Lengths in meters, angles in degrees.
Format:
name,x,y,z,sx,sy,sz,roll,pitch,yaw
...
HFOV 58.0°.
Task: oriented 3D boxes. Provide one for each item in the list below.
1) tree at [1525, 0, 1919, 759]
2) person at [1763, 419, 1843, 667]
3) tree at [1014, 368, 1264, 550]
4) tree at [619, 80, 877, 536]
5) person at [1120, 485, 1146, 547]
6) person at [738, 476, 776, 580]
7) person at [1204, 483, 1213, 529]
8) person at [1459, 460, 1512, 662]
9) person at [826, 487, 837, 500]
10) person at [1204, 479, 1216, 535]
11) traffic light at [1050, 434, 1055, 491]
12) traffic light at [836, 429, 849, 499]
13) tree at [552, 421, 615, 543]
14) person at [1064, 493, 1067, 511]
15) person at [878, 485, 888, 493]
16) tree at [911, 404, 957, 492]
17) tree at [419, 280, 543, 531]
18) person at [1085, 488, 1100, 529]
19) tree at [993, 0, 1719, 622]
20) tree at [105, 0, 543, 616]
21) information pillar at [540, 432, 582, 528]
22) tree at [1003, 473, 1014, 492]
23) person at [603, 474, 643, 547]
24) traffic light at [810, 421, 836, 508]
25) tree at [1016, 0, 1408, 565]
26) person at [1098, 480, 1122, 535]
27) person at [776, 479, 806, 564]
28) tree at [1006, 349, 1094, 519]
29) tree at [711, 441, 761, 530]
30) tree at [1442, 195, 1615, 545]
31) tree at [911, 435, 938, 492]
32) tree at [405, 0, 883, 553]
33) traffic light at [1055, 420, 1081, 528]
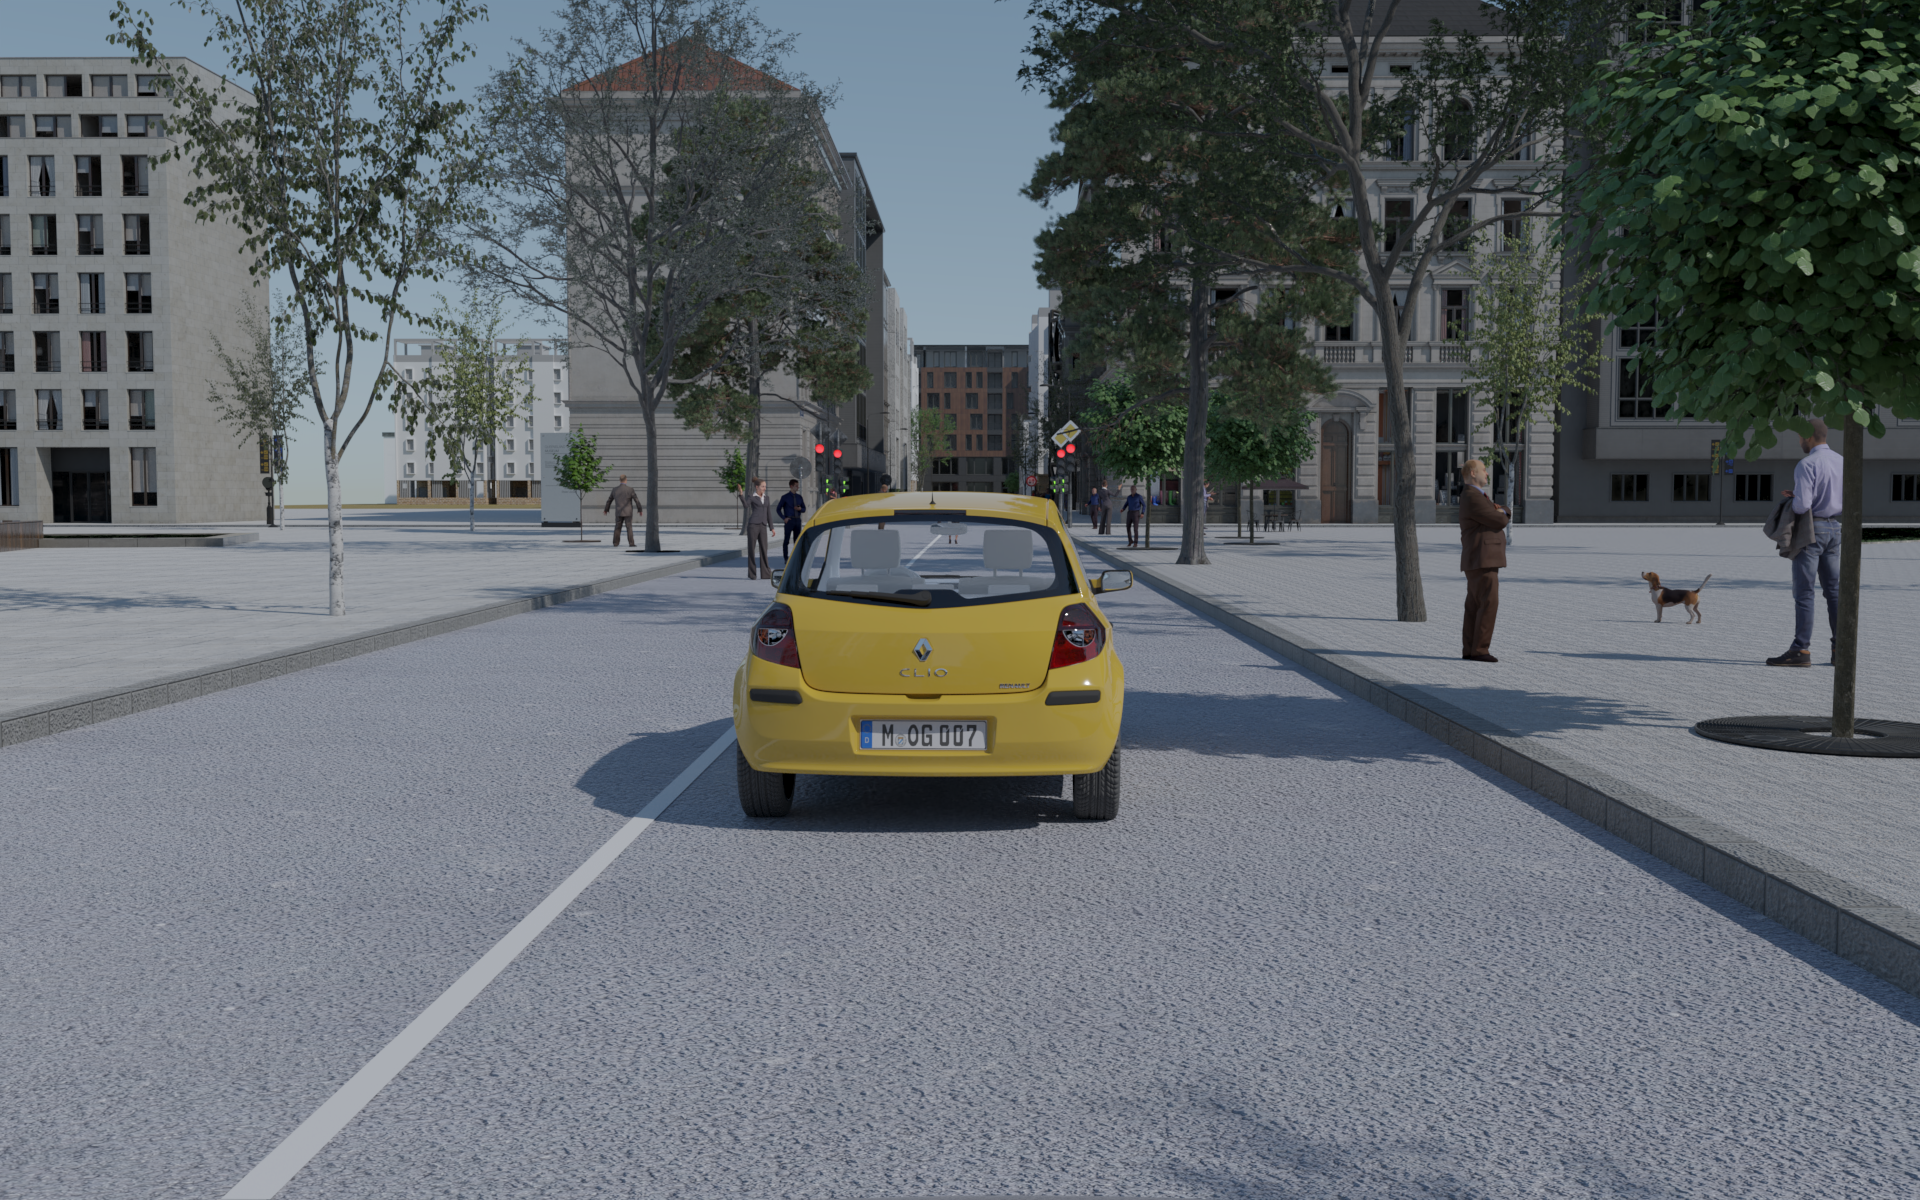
name,x,y,z,sx,sy,sz,roll,pitch,yaw
tree,4.563,-1.547,9.003,4.285,4.588,4.351,0,3,0
person,6.320,-0.433,12.993,0.709,1.838,0.599,-2,4,-24
tree,4.275,-3.440,39.963,4.285,4.588,4.351,0,3,0
tree,-6.263,-8.918,53.235,7.806,13.903,7.818,0,3,0
person,4.129,-2.035,42.013,0.600,1.496,0.574,-2,4,-31
person,-3.389,-1.196,28.857,0.445,1.727,0.742,1,4,20
person,8.972,-3.469,63.217,0.568,1.767,0.683,-1,4,-18
person,4.051,-0.310,13.377,0.388,1.546,0.482,1,4,22
person,-6.121,-4.568,82.200,0.593,1.643,0.415,-1,4,-9
person,7.694,-2.955,54.218,0.599,1.838,0.709,0,4,-2
traffic light,4.233,-5.131,73.132,0.839,4.213,0.868,0,4,1
traffic light,-5.128,-5.138,73.243,0.839,4.213,0.868,0,4,1
tree,-9.981,-3.153,46.159,1.663,3.219,1.824,0,3,0
person,7.899,-7.507,129.598,0.655,1.722,0.431,3,4,38
person,-2.498,-2.929,57.084,0.600,1.739,0.565,-3,5,-39
tree,-4.394,-16.652,198.017,9.928,11.665,9.643,0,3,0
tree,-16.929,-6.729,60.378,4.737,8.622,4.395,0,3,0
person,4.858,-3.349,63.489,0.600,1.496,0.574,-1,4,-19
tree,4.447,-5.081,17.481,8.767,10.594,7.601,-1,4,-22
tree,-6.481,-4.127,17.831,4.360,8.622,3.978,0,3,0
information pillar,-15.263,-4.585,66.279,1.656,3.620,0.184,1,4,15
tree,7.255,-14.823,226.074,4.285,4.588,4.351,0,3,0
person,-8.184,-2.172,42.113,0.990,1.755,0.434,1,4,10
traffic light,-5.236,-4.649,65.259,0.839,4.213,0.868,0,4,1
tree,4.317,-6.687,31.385,6.751,12.117,7.091,0,3,0
person,4.722,-2.921,54.600,0.742,1.727,0.445,0,4,1
person,-3.387,-1.597,35.320,0.504,1.737,0.576,3,5,44
tree,4.976,-8.374,87.277,4.360,8.622,3.978,0,3,0
tree,-8.013,-4.164,62.676,1.663,3.219,1.824,0,3,0
tree,13.995,-5.694,43.454,4.737,8.622,4.395,0,3,0
tree,-4.721,-15.563,204.821,4.360,8.622,3.978,0,3,0
tree,-6.734,-7.781,37.582,12.009,13.543,11.850,0,3,0
traffic light,4.124,-4.642,65.148,0.839,4.213,0.868,0,4,1
